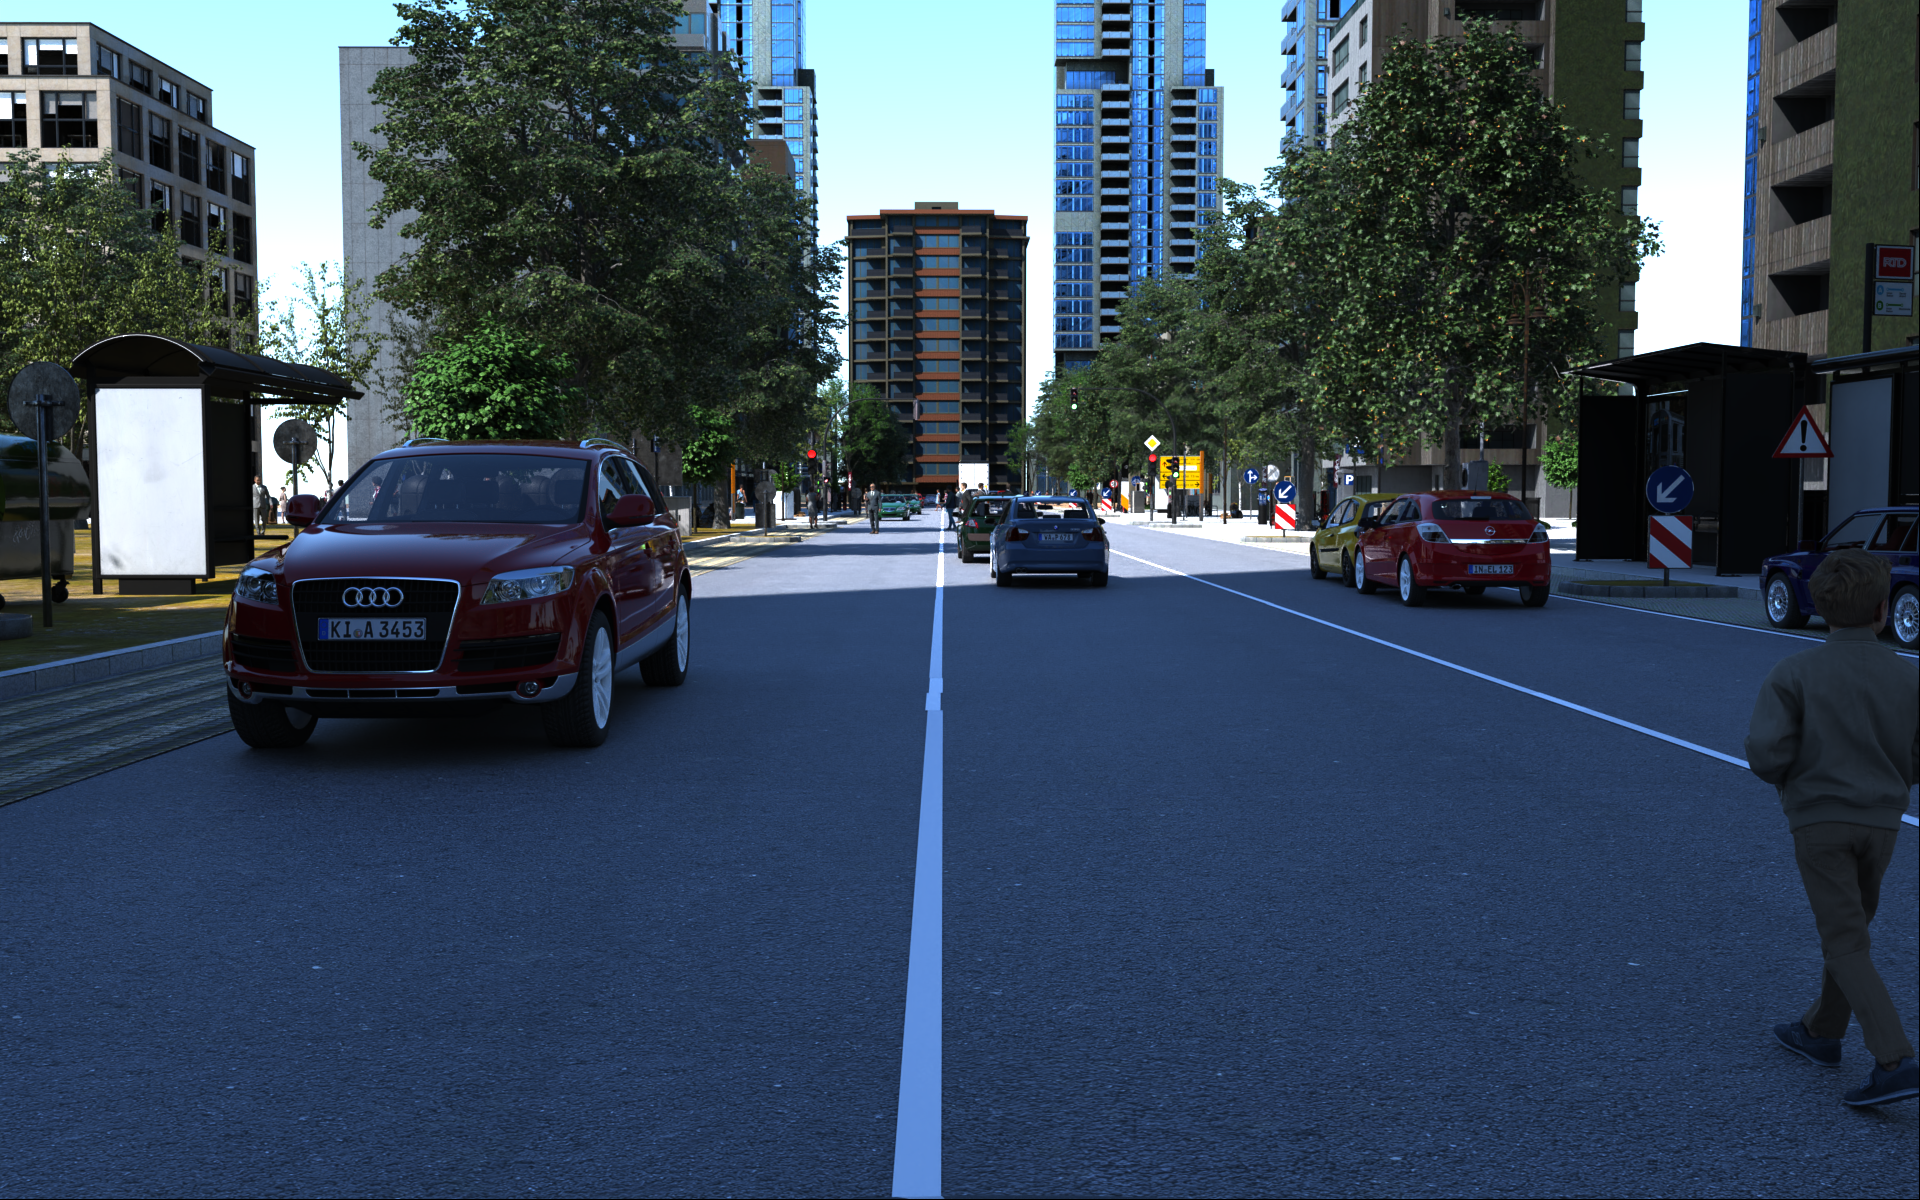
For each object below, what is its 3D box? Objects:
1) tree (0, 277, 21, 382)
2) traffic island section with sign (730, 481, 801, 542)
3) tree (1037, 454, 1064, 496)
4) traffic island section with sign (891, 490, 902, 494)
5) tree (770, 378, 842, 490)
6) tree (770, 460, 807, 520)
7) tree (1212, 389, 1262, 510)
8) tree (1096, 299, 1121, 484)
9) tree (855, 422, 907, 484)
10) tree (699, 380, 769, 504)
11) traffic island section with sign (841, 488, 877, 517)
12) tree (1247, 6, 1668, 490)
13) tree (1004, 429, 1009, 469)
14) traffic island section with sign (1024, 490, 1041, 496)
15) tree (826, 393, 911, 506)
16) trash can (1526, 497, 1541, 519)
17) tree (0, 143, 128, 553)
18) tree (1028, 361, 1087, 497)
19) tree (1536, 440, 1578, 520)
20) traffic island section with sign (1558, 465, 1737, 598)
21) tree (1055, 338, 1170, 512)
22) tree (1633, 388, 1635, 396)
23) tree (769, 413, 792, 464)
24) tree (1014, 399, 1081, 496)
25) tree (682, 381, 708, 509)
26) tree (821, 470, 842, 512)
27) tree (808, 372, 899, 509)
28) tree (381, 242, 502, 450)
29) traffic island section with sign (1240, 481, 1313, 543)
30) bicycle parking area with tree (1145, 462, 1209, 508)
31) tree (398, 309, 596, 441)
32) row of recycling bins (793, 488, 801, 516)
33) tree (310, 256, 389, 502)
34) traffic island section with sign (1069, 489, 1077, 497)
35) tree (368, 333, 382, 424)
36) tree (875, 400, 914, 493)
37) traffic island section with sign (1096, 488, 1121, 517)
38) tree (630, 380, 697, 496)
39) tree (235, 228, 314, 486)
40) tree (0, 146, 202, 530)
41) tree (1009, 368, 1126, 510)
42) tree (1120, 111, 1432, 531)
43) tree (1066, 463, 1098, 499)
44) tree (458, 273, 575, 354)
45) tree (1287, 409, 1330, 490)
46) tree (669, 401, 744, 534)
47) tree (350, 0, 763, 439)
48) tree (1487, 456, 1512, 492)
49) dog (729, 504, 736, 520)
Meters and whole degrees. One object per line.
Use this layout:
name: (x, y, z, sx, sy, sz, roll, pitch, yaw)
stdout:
tree: (-31.611, -7.098, 50.473, 7.601, 10.594, 8.767, -1, 4, -10)
traffic island section with sign: (-5.791, -2.644, 51.855, 1.989, 1.847, 2.006, 0, 4, -1)
tree: (11.209, -15.564, 204.829, 4.360, 8.622, 3.978, 0, 3, 0)
traffic island section with sign: (-7.297, -12.374, 210.943, 1.989, 1.847, 2.006, 0, 4, -1)
tree: (-8.710, -9.195, 100.701, 4.737, 8.622, 4.395, 0, 3, 0)
tree: (-8.714, -5.583, 85.884, 1.663, 3.219, 1.824, 0, 3, 0)
tree: (18.054, -10.203, 117.182, 4.737, 8.622, 4.395, 0, 3, 0)
tree: (12.108, -11.620, 96.646, 9.857, 13.997, 8.962, 0, 3, 0)
tree: (-10.296, -16.524, 204.583, 8.767, 10.594, 7.601, 0, 4, 2)
tree: (-14.412, -9.463, 105.075, 4.360, 8.622, 3.978, 0, 3, 0)
traffic island section with sign: (-6.321, -6.004, 106.791, 1.989, 1.847, 2.006, 0, 4, -1)
tree: (11.772, -7.601, 41.287, 9.611, 12.733, 9.660, 0, 3, 0)
tree: (9.745, -18.919, 235.076, 9.928, 11.665, 9.643, 0, 3, 0)
traffic island section with sign: (8.167, -10.740, 184.234, 1.989, 1.847, 2.006, 0, 4, -1)
tree: (-10.147, -16.772, 191.227, 9.611, 12.733, 9.660, 0, 3, 0)
trash can: (23.926, -3.718, 72.436, 0.748, 1.137, 0.748, 0, 3, 0)
tree: (-19.120, -5.325, 37.421, 4.737, 8.622, 4.395, 0, 3, 0)
tree: (11.348, -15.832, 165.511, 9.857, 13.997, 8.962, 0, 3, 0)
tree: (30.649, -6.320, 87.049, 4.285, 4.588, 4.351, 0, 3, 0)
traffic island section with sign: (9.691, -0.983, 24.698, 1.989, 1.847, 2.006, 0, 4, -1)
tree: (11.784, -12.847, 127.049, 9.611, 12.733, 9.660, 0, 3, 0)
tree: (42.496, -9.856, 111.510, 4.360, 8.622, 3.978, 0, 3, 0)
tree: (-17.328, -12.139, 148.842, 4.360, 8.622, 3.978, 0, 3, 0)
tree: (11.258, -17.423, 195.240, 12.009, 13.543, 11.850, 0, 3, 0)
tree: (-17.006, -9.991, 113.722, 4.737, 8.622, 4.395, 0, 3, 0)
tree: (-9.091, -8.061, 126.394, 1.663, 3.219, 1.824, 0, 3, 0)
tree: (-9.532, -13.635, 148.692, 9.928, 11.665, 9.643, 0, 3, 0)
tree: (-13.981, -6.037, 49.072, 4.360, 8.622, 3.978, 0, 3, 0)
traffic island section with sign: (9.432, -2.631, 51.652, 1.989, 1.847, 2.006, 0, 4, -1)
bicycle parking area with tree: (20.566, -10.049, 151.296, 9.016, 4.147, 8.231, 0, 4, -3)
tree: (-8.252, -2.889, 30.947, 4.285, 4.588, 4.351, 0, 3, 0)
row of recycling bins: (-9.807, -5.742, 100.987, 1.069, 1.692, 3.534, 0, 4, -2)
tree: (-19.608, -6.281, 53.054, 4.737, 8.622, 4.395, 0, 3, 0)
traffic island section with sign: (8.644, -7.727, 134.957, 1.989, 1.847, 2.006, 0, 4, -1)
tree: (-18.950, -6.781, 61.232, 4.360, 8.622, 3.978, 0, 3, 0)
tree: (-10.918, -19.779, 230.038, 9.857, 13.997, 8.962, 0, 3, 0)
traffic island section with sign: (8.910, -6.049, 107.532, 1.989, 1.847, 2.006, 0, 4, -1)
tree: (-17.119, -9.031, 98.025, 4.360, 8.622, 3.978, 0, 3, 0)
tree: (-20.111, -5.836, 45.786, 4.737, 8.622, 4.395, 0, 3, 0)
tree: (-32.162, -9.533, 62.515, 9.857, 13.997, 8.962, 0, 3, 0)
tree: (11.081, -13.318, 143.507, 9.928, 11.665, 9.643, 0, 3, 0)
tree: (12.007, -9.360, 59.698, 9.857, 13.997, 8.962, 0, 3, 0)
tree: (10.782, -10.196, 150.420, 4.285, 4.588, 4.351, 0, 3, 0)
tree: (-14.319, -6.468, 56.108, 4.737, 8.622, 4.395, 0, 3, 0)
tree: (23.039, -9.821, 110.932, 4.360, 8.622, 3.978, 0, 3, 0)
tree: (-8.557, -4.445, 56.393, 4.285, 4.588, 4.351, 0, 3, 0)
tree: (-8.699, -8.122, 39.454, 9.857, 13.997, 8.962, 0, 3, 0)
tree: (27.354, -5.736, 88.392, 1.663, 3.219, 1.824, 0, 3, 0)
dog: (-11.034, -4.278, 84.333, 0.513, 0.831, 0.800, 0, 4, 8)
